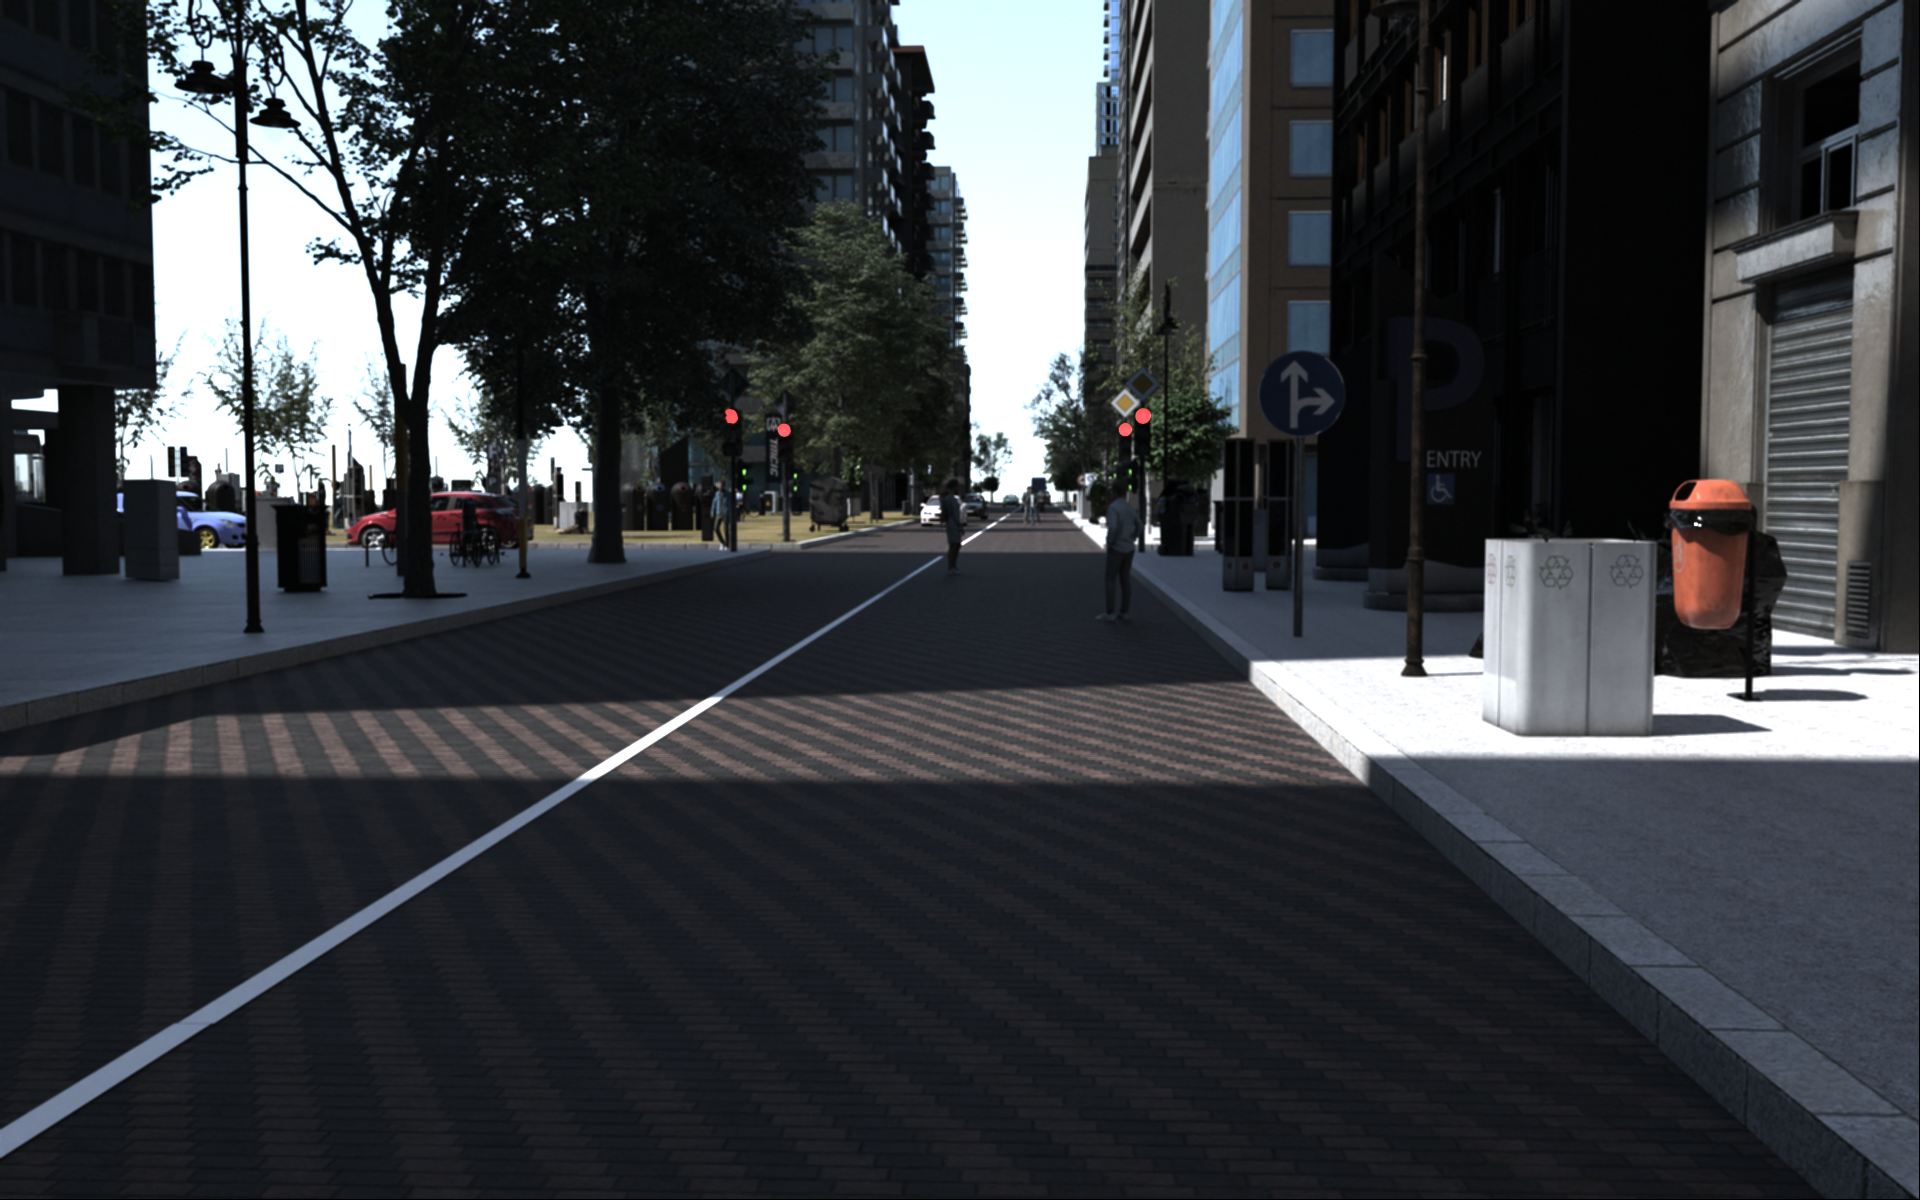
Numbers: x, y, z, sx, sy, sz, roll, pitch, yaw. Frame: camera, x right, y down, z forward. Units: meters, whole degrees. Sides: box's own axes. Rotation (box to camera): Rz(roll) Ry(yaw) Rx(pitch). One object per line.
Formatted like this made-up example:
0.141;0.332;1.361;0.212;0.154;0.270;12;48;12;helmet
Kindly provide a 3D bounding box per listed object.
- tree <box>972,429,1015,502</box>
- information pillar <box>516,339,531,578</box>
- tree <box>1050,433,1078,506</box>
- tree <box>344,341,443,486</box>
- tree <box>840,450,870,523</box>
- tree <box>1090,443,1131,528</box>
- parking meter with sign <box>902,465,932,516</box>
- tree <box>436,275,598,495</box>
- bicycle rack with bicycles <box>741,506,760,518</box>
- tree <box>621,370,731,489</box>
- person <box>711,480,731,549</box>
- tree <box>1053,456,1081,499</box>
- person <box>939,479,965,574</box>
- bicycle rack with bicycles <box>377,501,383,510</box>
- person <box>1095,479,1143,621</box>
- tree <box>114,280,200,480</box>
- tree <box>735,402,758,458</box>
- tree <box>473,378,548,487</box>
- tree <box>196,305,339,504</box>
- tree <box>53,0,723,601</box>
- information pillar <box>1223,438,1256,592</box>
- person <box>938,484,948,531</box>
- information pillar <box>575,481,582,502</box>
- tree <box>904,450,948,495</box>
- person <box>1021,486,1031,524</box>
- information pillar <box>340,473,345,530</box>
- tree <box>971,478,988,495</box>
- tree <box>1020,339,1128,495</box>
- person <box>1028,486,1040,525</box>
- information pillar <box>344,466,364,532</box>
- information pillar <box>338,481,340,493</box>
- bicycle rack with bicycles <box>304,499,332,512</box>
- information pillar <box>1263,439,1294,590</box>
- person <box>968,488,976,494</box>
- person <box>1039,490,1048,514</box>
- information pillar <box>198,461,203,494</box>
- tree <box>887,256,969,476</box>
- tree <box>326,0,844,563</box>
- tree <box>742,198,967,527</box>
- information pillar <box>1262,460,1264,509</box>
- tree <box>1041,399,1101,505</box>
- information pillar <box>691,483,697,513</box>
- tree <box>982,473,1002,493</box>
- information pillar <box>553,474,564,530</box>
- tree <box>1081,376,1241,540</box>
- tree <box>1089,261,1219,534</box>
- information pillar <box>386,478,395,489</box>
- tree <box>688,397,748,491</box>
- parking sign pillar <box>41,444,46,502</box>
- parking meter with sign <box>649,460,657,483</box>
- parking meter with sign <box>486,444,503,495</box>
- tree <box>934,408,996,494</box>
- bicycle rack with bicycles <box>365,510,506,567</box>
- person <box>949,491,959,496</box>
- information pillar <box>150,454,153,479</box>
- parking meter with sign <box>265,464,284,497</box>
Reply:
5.199;-21.467;276.737;9.928;11.665;9.643;0;3;0;tree
-6.707;-2.152;26.539;0.183;3.616;0.504;0;4;-8;information pillar
11.808;-14.872;193.526;4.360;8.622;3.978;0;3;0;tree
-27.465;-8.147;83.565;4.360;8.622;3.978;0;3;0;tree
-4.702;-4.987;76.142;1.663;3.219;1.824;0;3;0;tree
5.965;-4.357;65.842;1.663;3.219;1.824;0;3;0;tree
-2.569;-6.581;103.860;1.738;3.016;0.543;-1;4;-18;parking meter with sign
-13.057;-6.117;50.371;4.737;8.622;4.395;0;3;0;tree
-12.270;-4.906;93.600;2.925;0.926;2.852;0;3;0;bicycle rack with bicycles
-14.198;-8.076;82.402;4.737;8.622;4.395;0;3;0;tree
-5.899;-2.107;43.289;0.601;1.785;0.444;1;4;19;person
9.318;-9.060;131.837;4.285;4.588;4.351;0;3;0;tree
-0.123;-1.312;30.948;0.522;1.701;0.512;-1;4;-19;person
-30.759;-4.777;91.482;2.852;0.926;2.925;-2;4;-29;bicycle rack with bicycles
1.819;-0.574;19.697;0.589;1.601;0.330;-2;4;-35;person
-27.989;-6.592;58.141;4.360;8.622;3.978;0;3;0;tree
-15.321;-9.787;110.381;4.737;8.622;4.395;0;3;0;tree
-26.413;-9.227;101.230;4.360;8.622;3.978;0;3;0;tree
-27.812;-7.218;68.379;4.737;8.622;4.395;0;3;0;tree
-6.751;-5.822;20.944;9.928;11.665;9.643;0;3;0;tree
3.676;-1.121;22.821;0.304;2.012;0.304;-2;4;-30;information pillar
-0.641;-3.646;68.093;0.573;1.828;0.580;-3;4;-38;person
-21.397;-5.665;97.113;0.304;2.012;0.304;0;4;2;information pillar
-2.543;-8.838;128.211;4.285;4.588;4.351;0;3;0;tree
3.232;-4.568;83.282;0.391;1.810;0.635;3;4;37;person
-20.896;-3.354;59.329;0.304;2.012;0.304;3;4;38;information pillar
2.043;-13.559;216.295;1.663;3.219;1.824;0;3;0;tree
7.606;-10.328;103.278;8.767;10.594;7.601;1;4;9;tree
3.373;-4.311;79.336;0.623;1.781;0.721;2;4;24;person
-16.084;-2.544;46.082;0.304;2.012;0.304;3;4;36;information pillar
-34.611;-5.669;97.175;0.304;2.012;0.304;-2;4;-34;information pillar
-42.919;-6.337;116.999;2.852;0.926;2.925;-2;4;-24;bicycle rack with bicycles
4.284;-1.145;23.216;0.304;2.012;0.304;1;4;22;information pillar
0.751;-6.270;111.201;0.592;1.802;0.473;3;5;42;person
6.115;-7.248;127.539;0.617;1.759;0.750;1;4;21;person
-49.654;-7.442;113.023;0.183;3.616;0.504;1;4;18;information pillar
-4.291;-11.087;87.934;9.857;13.997;8.962;0;3;0;tree
-6.629;-7.677;32.174;9.857;13.997;8.962;0;3;0;tree
-4.373;-9.105;66.994;7.486;12.596;7.792;0;3;0;tree
6.677;-2.004;37.250;0.304;2.012;0.304;2;4;24;information pillar
13.078;-17.600;205.889;7.486;12.596;7.792;0;3;0;tree
-17.949;-6.874;116.876;0.304;2.012;0.304;-2;4;-26;information pillar
4.875;-17.367;267.655;4.285;4.588;4.351;0;3;0;tree
-14.364;-3.518;62.006;0.304;2.012;0.304;-2;4;-33;information pillar
6.214;-3.970;48.622;4.285;4.588;4.351;0;3;0;tree
6.011;-6.374;54.583;4.737;8.622;4.395;0;3;0;tree
-25.822;-4.531;78.578;0.304;2.012;0.304;1;4;9;information pillar
-14.396;-9.337;103.019;4.360;8.622;3.978;0;3;0;tree
-35.044;-4.811;67.132;1.447;3.967;1.447;2;4;35;parking sign pillar
-14.814;-5.571;87.353;1.738;3.016;0.543;2;4;30;parking meter with sign
-15.948;-3.844;59.113;0.543;3.016;1.738;-1;4;-10;parking meter with sign
0.464;-15.513;188.048;7.601;10.594;8.767;0;4;7;tree
-9.427;-1.118;31.659;2.852;0.926;2.925;0;4;5;bicycle rack with bicycles
-0.347;-4.826;86.766;0.474;1.900;0.648;2;4;26;person
-46.658;-6.645;100.007;0.183;3.616;0.504;-2;4;-34;information pillar
-39.719;-6.344;99.978;1.738;3.016;0.543;3;4;37;parking meter with sign
